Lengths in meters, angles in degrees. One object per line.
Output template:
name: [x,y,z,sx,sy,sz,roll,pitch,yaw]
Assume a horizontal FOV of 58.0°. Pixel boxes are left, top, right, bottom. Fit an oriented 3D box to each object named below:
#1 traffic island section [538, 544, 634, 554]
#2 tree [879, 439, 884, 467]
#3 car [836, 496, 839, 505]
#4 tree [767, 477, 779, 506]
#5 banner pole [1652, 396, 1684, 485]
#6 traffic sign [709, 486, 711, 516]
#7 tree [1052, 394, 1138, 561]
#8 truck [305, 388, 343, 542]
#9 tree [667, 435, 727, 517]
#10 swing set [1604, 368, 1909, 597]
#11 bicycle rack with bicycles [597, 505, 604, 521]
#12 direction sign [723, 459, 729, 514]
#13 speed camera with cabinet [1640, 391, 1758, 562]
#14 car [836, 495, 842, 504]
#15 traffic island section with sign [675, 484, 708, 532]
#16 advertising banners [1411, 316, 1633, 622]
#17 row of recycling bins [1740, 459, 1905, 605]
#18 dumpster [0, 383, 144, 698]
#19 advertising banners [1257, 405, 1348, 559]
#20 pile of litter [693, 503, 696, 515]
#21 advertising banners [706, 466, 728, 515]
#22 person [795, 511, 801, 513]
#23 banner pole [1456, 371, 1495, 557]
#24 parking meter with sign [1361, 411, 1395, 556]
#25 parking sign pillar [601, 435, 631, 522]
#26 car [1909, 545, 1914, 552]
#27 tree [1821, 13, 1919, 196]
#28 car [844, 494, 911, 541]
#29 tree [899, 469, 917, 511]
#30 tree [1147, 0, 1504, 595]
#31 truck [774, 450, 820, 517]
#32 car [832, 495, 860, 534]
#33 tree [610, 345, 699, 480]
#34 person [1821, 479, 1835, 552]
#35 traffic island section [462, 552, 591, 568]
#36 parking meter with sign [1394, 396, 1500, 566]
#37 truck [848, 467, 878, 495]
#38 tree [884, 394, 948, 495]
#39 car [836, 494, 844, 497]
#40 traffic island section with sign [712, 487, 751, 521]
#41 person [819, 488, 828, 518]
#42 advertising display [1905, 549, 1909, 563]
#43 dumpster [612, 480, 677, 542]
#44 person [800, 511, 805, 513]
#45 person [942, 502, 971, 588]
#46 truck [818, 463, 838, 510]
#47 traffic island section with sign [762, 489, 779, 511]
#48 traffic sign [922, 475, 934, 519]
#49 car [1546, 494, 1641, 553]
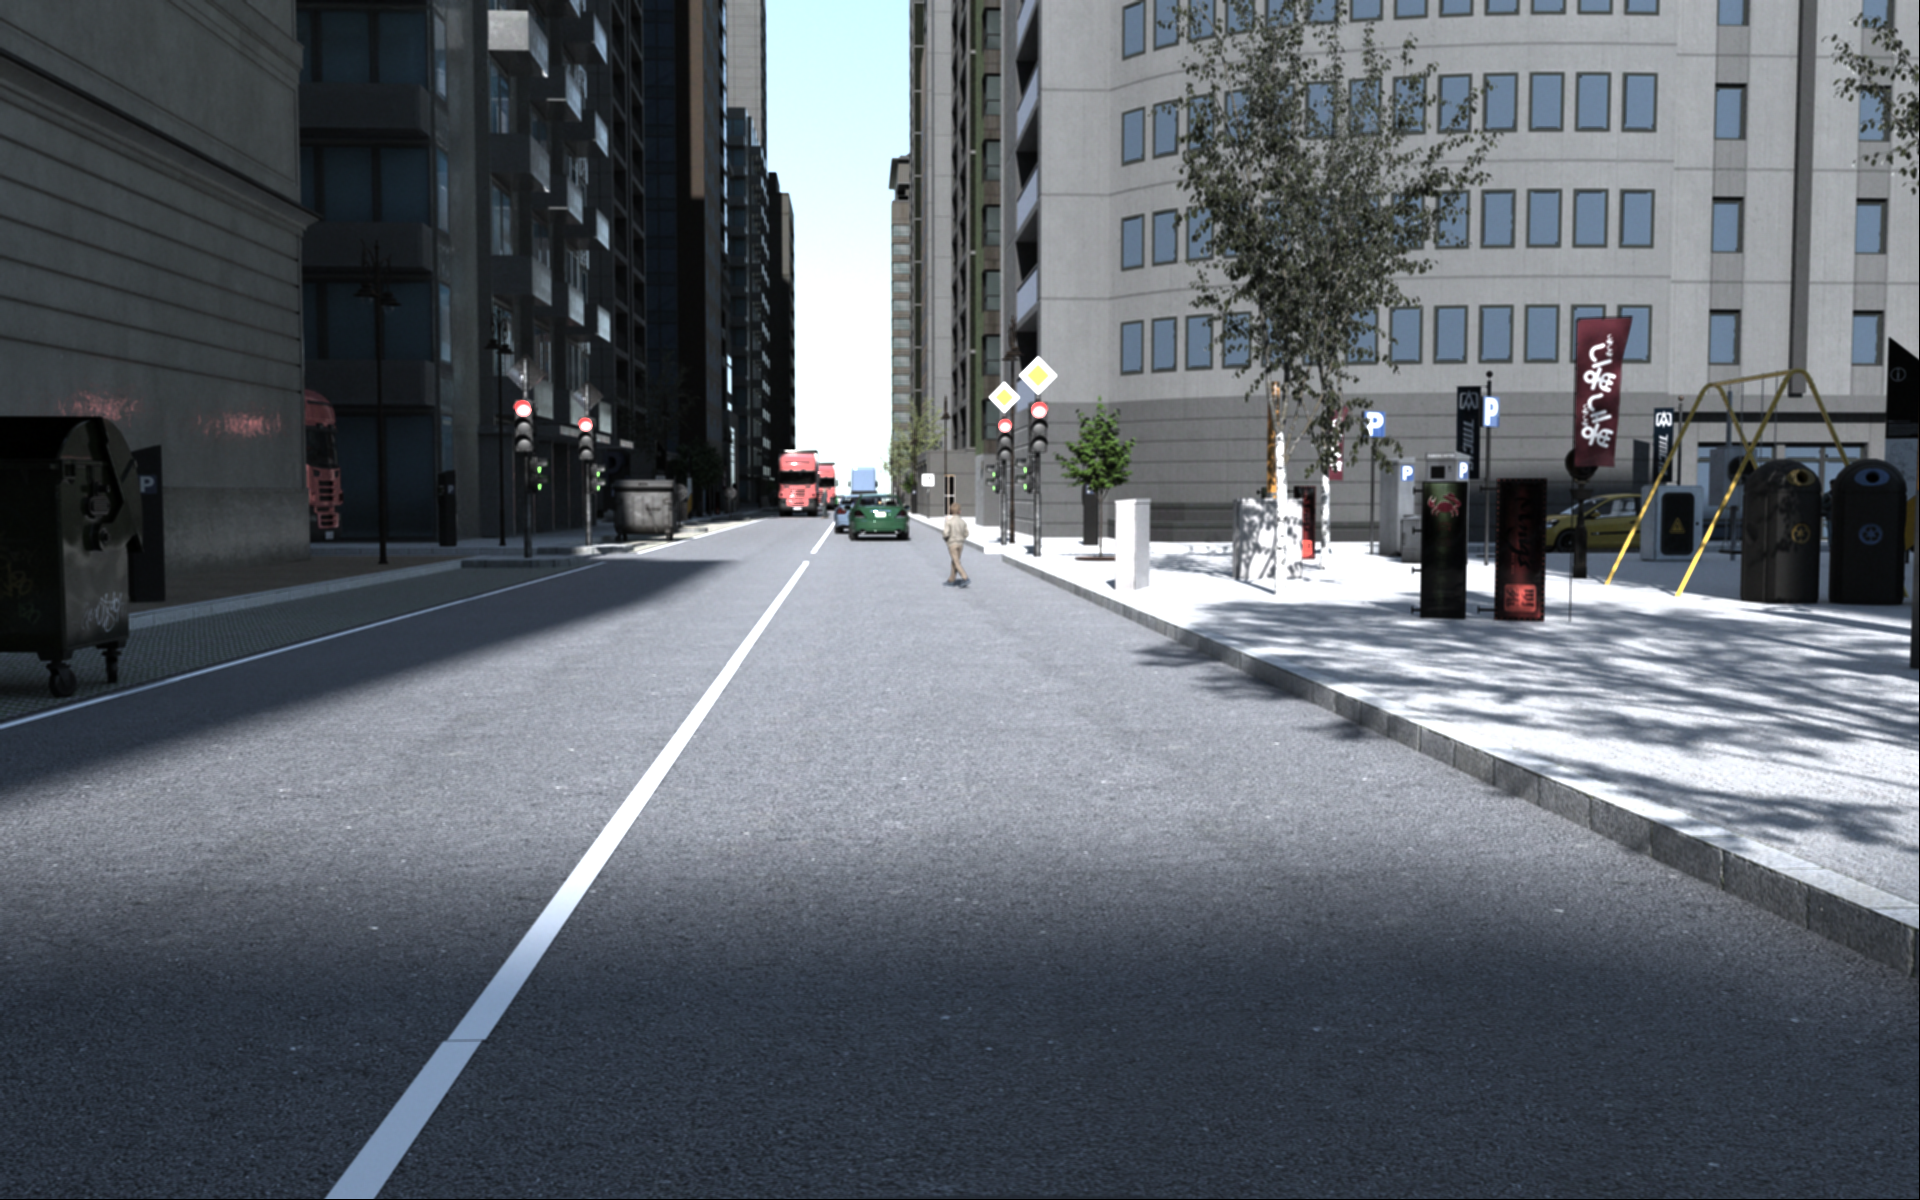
traffic island section: [-9.198,-1.258,42.844,2.009,0.180,2.903,0,4,-3]
tree: [-7.838,-15.900,210.328,4.737,8.622,4.395,0,3,0]
car: [-13.878,-10.759,184.712,1.959,1.807,4.718,0,4,-4]
tree: [-21.925,-12.613,200.830,1.663,3.219,1.824,0,3,0]
banner pole: [18.115,-3.315,44.222,0.863,3.779,0.401,1,4,21]
traffic sign: [-14.287,-6.045,98.941,0.768,2.556,0.104,0,4,4]
tree: [2.606,-2.385,33.596,1.663,3.219,1.824,0,3,0]
truck: [-18.748,-2.981,37.648,11.283,4.237,2.839,0,4,-2]
tree: [-14.633,-6.898,96.491,4.285,4.588,4.351,0,3,0]
swing set: [10.491,-1.559,23.111,2.862,2.851,3.119,0,4,3]
bicycle rack with bicycles: [-18.038,-4.300,83.685,2.925,0.926,2.852,3,5,45]
direction sign: [-15.124,-7.330,111.845,0.379,3.537,0.876,-1,4,-15]
speed camera with cabinet: [14.141,-2.373,33.133,2.038,3.252,0.660,0,4,-6]
car: [-14.691,-11.708,203.779,2.083,1.381,4.827,0,4,-3]
traffic island section with sign: [-10.575,-3.473,65.418,1.989,1.847,2.006,0,4,-3]
advertising banners: [5.644,-1.302,17.484,2.074,3.025,0.090,2,4,24]
row of recycling bins: [11.008,-0.795,20.104,3.534,1.692,1.069,2,4,24]
dumpster: [-7.128,-0.458,12.433,1.985,2.255,1.502,0,4,-5]
advertising banners: [6.740,-2.311,33.965,2.074,3.025,0.090,-1,4,-22]
pile of litter: [-16.098,-5.515,104.136,1.719,0.858,1.176,-1,4,-12]
advertising banners: [-15.214,-6.864,108.407,0.090,3.025,2.074,2,4,33]
person: [-12.359,-7.551,132.049,1.350,1.814,0.705,-3,5,-45]
banner pole: [10.541,-2.774,35.377,0.863,3.779,0.401,1,4,13]
parking meter with sign: [9.011,-2.415,35.743,0.543,3.016,1.738,-1,4,-22]
parking sign pillar: [-15.607,-5.523,78.778,1.447,3.967,1.447,2,4,32]
car: [24.476,-1.922,40.106,5.304,1.827,2.281,0,4,-4]
tree: [10.378,-3.982,15.469,4.360,8.622,3.978,0,3,0]
car: [-2.593,-2.630,54.791,2.131,1.459,4.920,0,4,-5]
tree: [-3.690,-8.481,133.266,1.663,3.219,1.824,0,3,0]
tree: [4.189,-4.353,21.529,4.360,8.622,3.978,0,3,0]
truck: [-10.416,-7.532,112.055,2.839,4.237,11.283,0,4,-4]
car: [-3.733,-3.187,64.114,2.014,1.417,4.499,0,4,-2]
tree: [-14.874,-8.211,84.607,4.360,8.622,3.978,0,3,0]
person: [20.408,-1.933,40.447,0.623,1.781,0.721,-1,4,-21]
traffic island section: [-8.716,-0.770,34.873,2.009,0.180,2.903,0,4,-3]
parking meter with sign: [8.888,-2.161,31.586,0.543,3.016,1.738,-3,5,-42]
truck: [-9.046,-10.756,165.623,2.967,4.110,18.799,0,4,-5]
tree: [-2.903,-10.777,126.562,4.737,8.622,4.395,0,3,0]
car: [-16.735,-13.998,240.866,2.014,1.417,4.499,0,4,-4]
traffic island section with sign: [-12.227,-5.137,92.612,1.989,1.847,2.006,0,4,-3]
person: [-8.112,-5.756,102.793,0.590,1.801,0.661,0,4,-8]
advertising display: [17.876,-1.624,31.773,0.974,1.923,0.123,3,4,38]
dumpster: [-9.458,-2.683,52.084,1.865,1.857,1.264,0,4,-3]
person: [-12.290,-7.705,134.469,1.348,1.826,0.705,-2,4,-31]
person: [-0.077,-0.846,26.605,0.640,1.303,0.475,3,5,41]
truck: [-12.524,-10.234,156.244,2.839,4.237,11.283,0,4,-5]
traffic island section with sign: [-15.255,-8.202,142.722,1.989,1.847,2.006,0,4,-3]
traffic sign: [-1.640,-5.305,88.868,0.606,2.300,0.079,0,3,0]
car: [15.512,-1.919,41.604,3.980,1.641,2.015,0,4,-2]
